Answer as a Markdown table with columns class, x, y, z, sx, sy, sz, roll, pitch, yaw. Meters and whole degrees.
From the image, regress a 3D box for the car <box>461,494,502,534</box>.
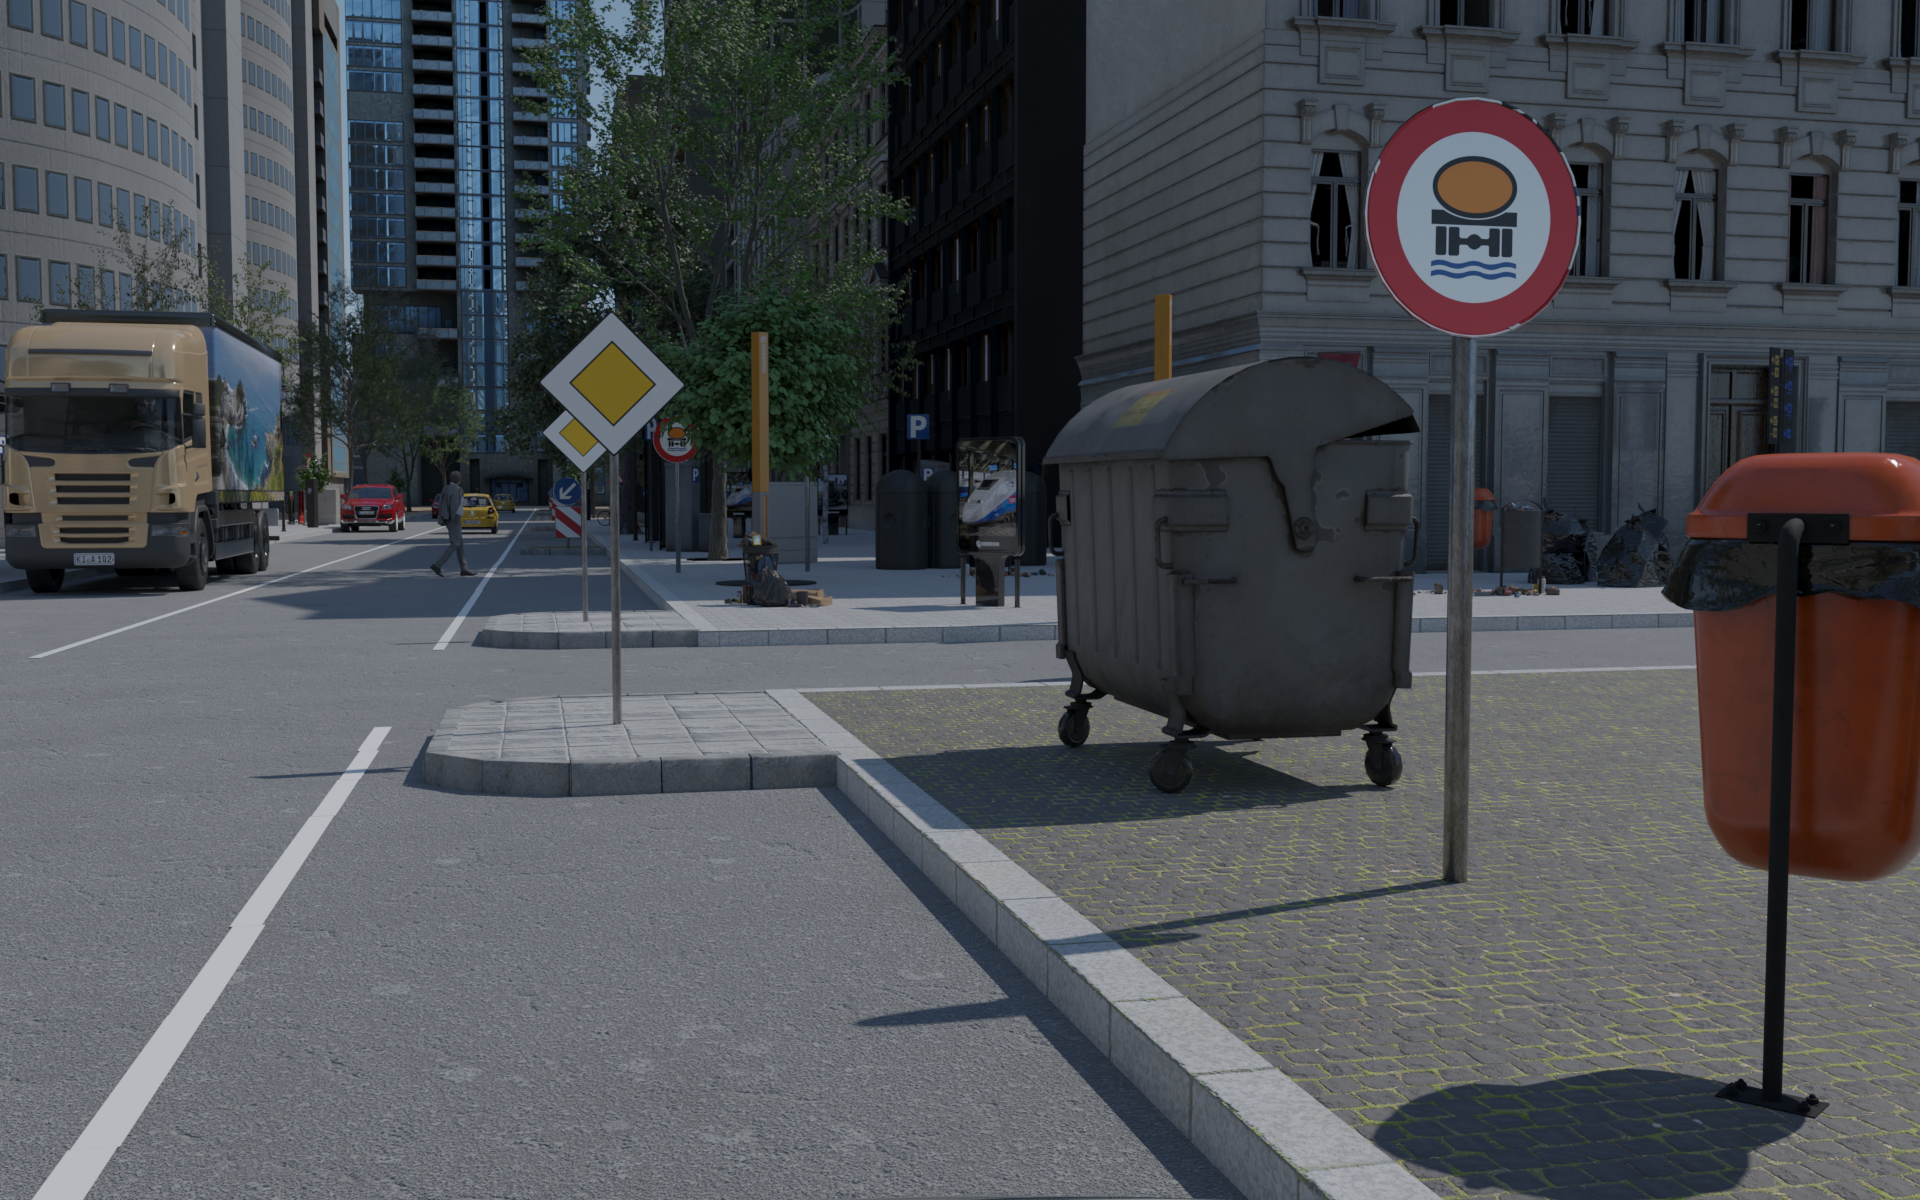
| class | x | y | z | sx | sy | sz | roll | pitch | yaw |
| --- | --- | --- | --- | --- | --- | --- | --- | --- | --- |
| car | -17.832 | -3.259 | 63.501 | 2.015 | 1.641 | 3.980 | -1 | 4 | -14 |

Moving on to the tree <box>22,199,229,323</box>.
| class | x | y | z | sx | sy | sz | roll | pitch | yaw |
| --- | --- | --- | --- | --- | --- | --- | --- | --- | --- |
| tree | -20.229 | -5.643 | 42.629 | 4.360 | 8.622 | 3.978 | 0 | 3 | 0 |

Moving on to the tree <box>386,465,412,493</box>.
| class | x | y | z | sx | sy | sz | roll | pitch | yaw |
| --- | --- | --- | --- | --- | --- | --- | --- | --- | --- |
| tree | -36.539 | -7.187 | 112.112 | 1.663 | 3.219 | 1.824 | 0 | 3 | 0 |

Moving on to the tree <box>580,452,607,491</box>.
| class | x | y | z | sx | sy | sz | roll | pitch | yaw |
| --- | --- | --- | --- | --- | --- | --- | --- | --- | --- |
| tree | -34.425 | -12.746 | 158.764 | 4.360 | 8.622 | 3.978 | 0 | 3 | 0 |

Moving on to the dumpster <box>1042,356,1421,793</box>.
| class | x | y | z | sx | sy | sz | roll | pitch | yaw |
| --- | --- | --- | --- | --- | --- | --- | --- | --- | --- |
| dumpster | 1.237 | -0.147 | 8.167 | 1.264 | 1.857 | 1.865 | -1 | 4 | -14 |

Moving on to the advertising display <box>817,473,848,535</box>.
| class | x | y | z | sx | sy | sz | roll | pitch | yaw |
| --- | --- | --- | --- | --- | --- | --- | --- | --- | --- |
| advertising display | -3.978 | -2.988 | 54.068 | 0.974 | 1.923 | 0.123 | 0 | 4 | -8 |

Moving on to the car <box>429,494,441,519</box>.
| class | x | y | z | sx | sy | sz | roll | pitch | yaw |
| --- | --- | --- | --- | --- | --- | --- | --- | --- | --- |
| car | -30.166 | -5.690 | 102.077 | 2.155 | 1.783 | 4.494 | -1 | 4 | -15 |

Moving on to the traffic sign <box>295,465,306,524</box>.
| class | x | y | z | sx | sy | sz | roll | pitch | yaw |
| --- | --- | --- | --- | --- | --- | --- | --- | --- | --- |
| traffic sign | -28.443 | -4.588 | 75.119 | 0.768 | 2.556 | 0.104 | 0 | 4 | -6 |

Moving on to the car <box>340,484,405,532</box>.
| class | x | y | z | sx | sy | sz | roll | pitch | yaw |
| --- | --- | --- | --- | --- | --- | --- | --- | --- | --- |
| car | -22.529 | -3.539 | 66.538 | 2.281 | 1.827 | 5.304 | -1 | 4 | -13 |

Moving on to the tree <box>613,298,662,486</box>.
| class | x | y | z | sx | sy | sz | roll | pitch | yaw |
| --- | --- | --- | --- | --- | --- | --- | --- | --- | --- |
| tree | -11.862 | -6.965 | 64.248 | 4.737 | 8.622 | 4.395 | 0 | 3 | 0 |

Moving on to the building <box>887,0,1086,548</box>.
| class | x | y | z | sx | sy | sz | roll | pitch | yaw |
| --- | --- | --- | --- | --- | --- | --- | --- | --- | --- |
| building | 5.486 | -13.443 | 49.463 | 12.332 | 23.373 | 15.834 | -1 | 4 | -13 |

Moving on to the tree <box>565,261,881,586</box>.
| class | x | y | z | sx | sy | sz | roll | pitch | yaw |
| --- | --- | --- | --- | --- | --- | --- | --- | --- | --- |
| tree | -2.680 | -2.497 | 24.542 | 4.285 | 4.588 | 4.351 | 0 | 3 | 0 |

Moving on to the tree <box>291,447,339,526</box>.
| class | x | y | z | sx | sy | sz | roll | pitch | yaw |
| --- | --- | --- | --- | --- | --- | --- | --- | --- | --- |
| tree | -26.343 | -4.646 | 70.563 | 1.663 | 3.219 | 1.824 | 0 | 3 | 0 |

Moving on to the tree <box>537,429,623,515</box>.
| class | x | y | z | sx | sy | sz | roll | pitch | yaw |
| --- | --- | --- | --- | --- | --- | --- | --- | --- | --- |
| tree | -22.938 | -11.623 | 108.169 | 7.486 | 12.596 | 7.792 | 0 | 3 | 0 |

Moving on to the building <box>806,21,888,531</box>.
| class | x | y | z | sx | sy | sz | roll | pitch | yaw |
| --- | --- | --- | --- | --- | --- | --- | --- | --- | --- |
| building | 0.150 | -12.337 | 66.342 | 10.561 | 19.102 | 19.286 | -1 | 4 | -13 |

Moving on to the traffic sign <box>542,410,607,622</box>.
| class | x | y | z | sx | sy | sz | roll | pitch | yaw |
| --- | --- | --- | --- | --- | --- | --- | --- | --- | --- |
| traffic sign | -3.770 | -0.839 | 17.358 | 0.795 | 2.450 | 0.064 | -1 | 4 | -13 |

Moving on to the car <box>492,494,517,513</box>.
| class | x | y | z | sx | sy | sz | roll | pitch | yaw |
| --- | --- | --- | --- | --- | --- | --- | --- | --- | --- |
| car | -34.716 | -7.431 | 131.728 | 2.015 | 1.641 | 3.980 | -1 | 4 | -13 |

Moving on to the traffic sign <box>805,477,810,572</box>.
| class | x | y | z | sx | sy | sz | roll | pitch | yaw |
| --- | --- | --- | --- | --- | --- | --- | --- | --- | --- |
| traffic sign | -2.520 | -1.741 | 28.572 | 0.768 | 2.556 | 0.104 | -1 | 4 | -13 |

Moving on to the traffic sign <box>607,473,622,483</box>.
| class | x | y | z | sx | sy | sz | roll | pitch | yaw |
| --- | --- | --- | --- | --- | --- | --- | --- | --- | --- |
| traffic sign | -17.046 | -5.253 | 85.883 | 0.884 | 2.594 | 0.081 | -1 | 4 | -12 |

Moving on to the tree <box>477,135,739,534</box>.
| class | x | y | z | sx | sy | sz | roll | pitch | yaw |
| --- | --- | --- | --- | --- | --- | --- | --- | --- | --- |
| tree | -10.535 | -8.456 | 55.266 | 9.611 | 12.733 | 9.660 | 0 | 3 | 0 |

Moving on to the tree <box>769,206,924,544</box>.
| class | x | y | z | sx | sy | sz | roll | pitch | yaw |
| --- | --- | --- | --- | --- | --- | --- | --- | --- | --- |
| tree | -3.276 | -5.756 | 44.478 | 4.737 | 8.622 | 4.395 | 0 | 3 | 0 |

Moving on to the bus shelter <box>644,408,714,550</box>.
| class | x | y | z | sx | sy | sz | roll | pitch | yaw |
| --- | --- | --- | --- | --- | --- | --- | --- | --- | --- |
| bus shelter | -7.114 | -3.145 | 42.700 | 1.731 | 3.624 | 6.357 | -1 | 4 | -13 |

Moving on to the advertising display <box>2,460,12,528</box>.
| class | x | y | z | sx | sy | sz | roll | pitch | yaw |
| --- | --- | --- | --- | --- | --- | --- | --- | --- | --- |
| advertising display | -18.109 | -1.726 | 33.431 | 0.123 | 1.923 | 0.974 | 0 | 4 | 4 |

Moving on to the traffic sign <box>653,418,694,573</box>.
| class | x | y | z | sx | sy | sz | roll | pitch | yaw |
| --- | --- | --- | --- | --- | --- | --- | --- | --- | --- |
| traffic sign | -4.584 | -1.713 | 28.122 | 0.768 | 2.556 | 0.104 | 0 | 4 | -4 |

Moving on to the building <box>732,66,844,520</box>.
| class | x | y | z | sx | sy | sz | roll | pitch | yaw |
| --- | --- | --- | --- | --- | --- | --- | --- | --- | --- |
| building | -5.275 | -14.419 | 84.897 | 9.793 | 20.994 | 18.267 | -1 | 4 | -13 |

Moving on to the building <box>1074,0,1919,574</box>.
| class | x | y | z | sx | sy | sz | roll | pitch | yaw |
| --- | --- | --- | --- | --- | --- | --- | --- | --- | --- |
| building | 12.218 | -11.249 | 33.067 | 18.267 | 20.994 | 9.793 | -1 | 4 | -13 |

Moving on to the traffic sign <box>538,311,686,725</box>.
| class | x | y | z | sx | sy | sz | roll | pitch | yaw |
| --- | --- | --- | --- | --- | --- | --- | --- | --- | --- |
| traffic sign | -1.914 | -0.364 | 9.591 | 0.795 | 2.450 | 0.064 | -1 | 4 | -13 |

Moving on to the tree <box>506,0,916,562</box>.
| class | x | y | z | sx | sy | sz | roll | pitch | yaw |
| --- | --- | --- | --- | --- | --- | --- | --- | --- | --- |
| tree | -4.682 | -6.552 | 32.877 | 9.928 | 11.665 | 9.643 | 0 | 3 | 0 |

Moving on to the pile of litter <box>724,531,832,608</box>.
| class | x | y | z | sx | sy | sz | roll | pitch | yaw |
| --- | --- | --- | --- | --- | --- | --- | --- | --- | --- |
| pile of litter | -2.133 | -0.385 | 20.253 | 1.176 | 0.858 | 1.719 | -1 | 4 | -19 |

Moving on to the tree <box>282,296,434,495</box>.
| class | x | y | z | sx | sy | sz | roll | pitch | yaw |
| --- | --- | --- | --- | --- | --- | --- | --- | --- | --- |
| tree | -28.316 | -8.968 | 81.047 | 7.601 | 10.594 | 8.767 | -2 | 4 | -33 |

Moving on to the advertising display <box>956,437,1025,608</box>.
| class | x | y | z | sx | sy | sz | roll | pitch | yaw |
| --- | --- | --- | --- | --- | --- | --- | --- | --- | --- |
| advertising display | 0.344 | -0.892 | 19.800 | 0.974 | 1.923 | 0.123 | 3 | 5 | 44 |

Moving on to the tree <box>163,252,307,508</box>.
| class | x | y | z | sx | sy | sz | roll | pitch | yaw |
| --- | --- | --- | --- | --- | --- | --- | --- | --- | --- |
| tree | -21.686 | -6.209 | 51.886 | 4.737 | 8.622 | 4.395 | 0 | 3 | 0 |

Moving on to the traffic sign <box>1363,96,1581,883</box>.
| class | x | y | z | sx | sy | sz | roll | pitch | yaw |
| --- | --- | --- | --- | --- | --- | --- | --- | --- | --- |
| traffic sign | 1.644 | -0.340 | 5.672 | 0.768 | 2.556 | 0.104 | -1 | 4 | -13 |

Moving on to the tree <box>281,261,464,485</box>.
| class | x | y | z | sx | sy | sz | roll | pitch | yaw |
| --- | --- | --- | --- | --- | --- | --- | --- | --- | --- |
| tree | -31.635 | -11.099 | 91.841 | 12.009 | 13.543 | 11.850 | 0 | 3 | 0 |

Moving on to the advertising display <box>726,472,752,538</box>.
| class | x | y | z | sx | sy | sz | roll | pitch | yaw |
| --- | --- | --- | --- | --- | --- | --- | --- | --- | --- |
| advertising display | -6.382 | -2.744 | 50.074 | 0.974 | 1.923 | 0.123 | 1 | 4 | 21 |

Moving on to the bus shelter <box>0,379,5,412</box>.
| class | x | y | z | sx | sy | sz | roll | pitch | yaw |
| --- | --- | --- | --- | --- | --- | --- | --- | --- | --- |
| bus shelter | -16.177 | -2.026 | 27.055 | 2.014 | 3.302 | 5.546 | -1 | 4 | -13 |

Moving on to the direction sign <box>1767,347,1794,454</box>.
| class | x | y | z | sx | sy | sz | roll | pitch | yaw |
| --- | --- | --- | --- | --- | --- | --- | --- | --- | --- |
| direction sign | 12.782 | -2.143 | 27.038 | 0.876 | 3.537 | 0.379 | -3 | 5 | -43 |
